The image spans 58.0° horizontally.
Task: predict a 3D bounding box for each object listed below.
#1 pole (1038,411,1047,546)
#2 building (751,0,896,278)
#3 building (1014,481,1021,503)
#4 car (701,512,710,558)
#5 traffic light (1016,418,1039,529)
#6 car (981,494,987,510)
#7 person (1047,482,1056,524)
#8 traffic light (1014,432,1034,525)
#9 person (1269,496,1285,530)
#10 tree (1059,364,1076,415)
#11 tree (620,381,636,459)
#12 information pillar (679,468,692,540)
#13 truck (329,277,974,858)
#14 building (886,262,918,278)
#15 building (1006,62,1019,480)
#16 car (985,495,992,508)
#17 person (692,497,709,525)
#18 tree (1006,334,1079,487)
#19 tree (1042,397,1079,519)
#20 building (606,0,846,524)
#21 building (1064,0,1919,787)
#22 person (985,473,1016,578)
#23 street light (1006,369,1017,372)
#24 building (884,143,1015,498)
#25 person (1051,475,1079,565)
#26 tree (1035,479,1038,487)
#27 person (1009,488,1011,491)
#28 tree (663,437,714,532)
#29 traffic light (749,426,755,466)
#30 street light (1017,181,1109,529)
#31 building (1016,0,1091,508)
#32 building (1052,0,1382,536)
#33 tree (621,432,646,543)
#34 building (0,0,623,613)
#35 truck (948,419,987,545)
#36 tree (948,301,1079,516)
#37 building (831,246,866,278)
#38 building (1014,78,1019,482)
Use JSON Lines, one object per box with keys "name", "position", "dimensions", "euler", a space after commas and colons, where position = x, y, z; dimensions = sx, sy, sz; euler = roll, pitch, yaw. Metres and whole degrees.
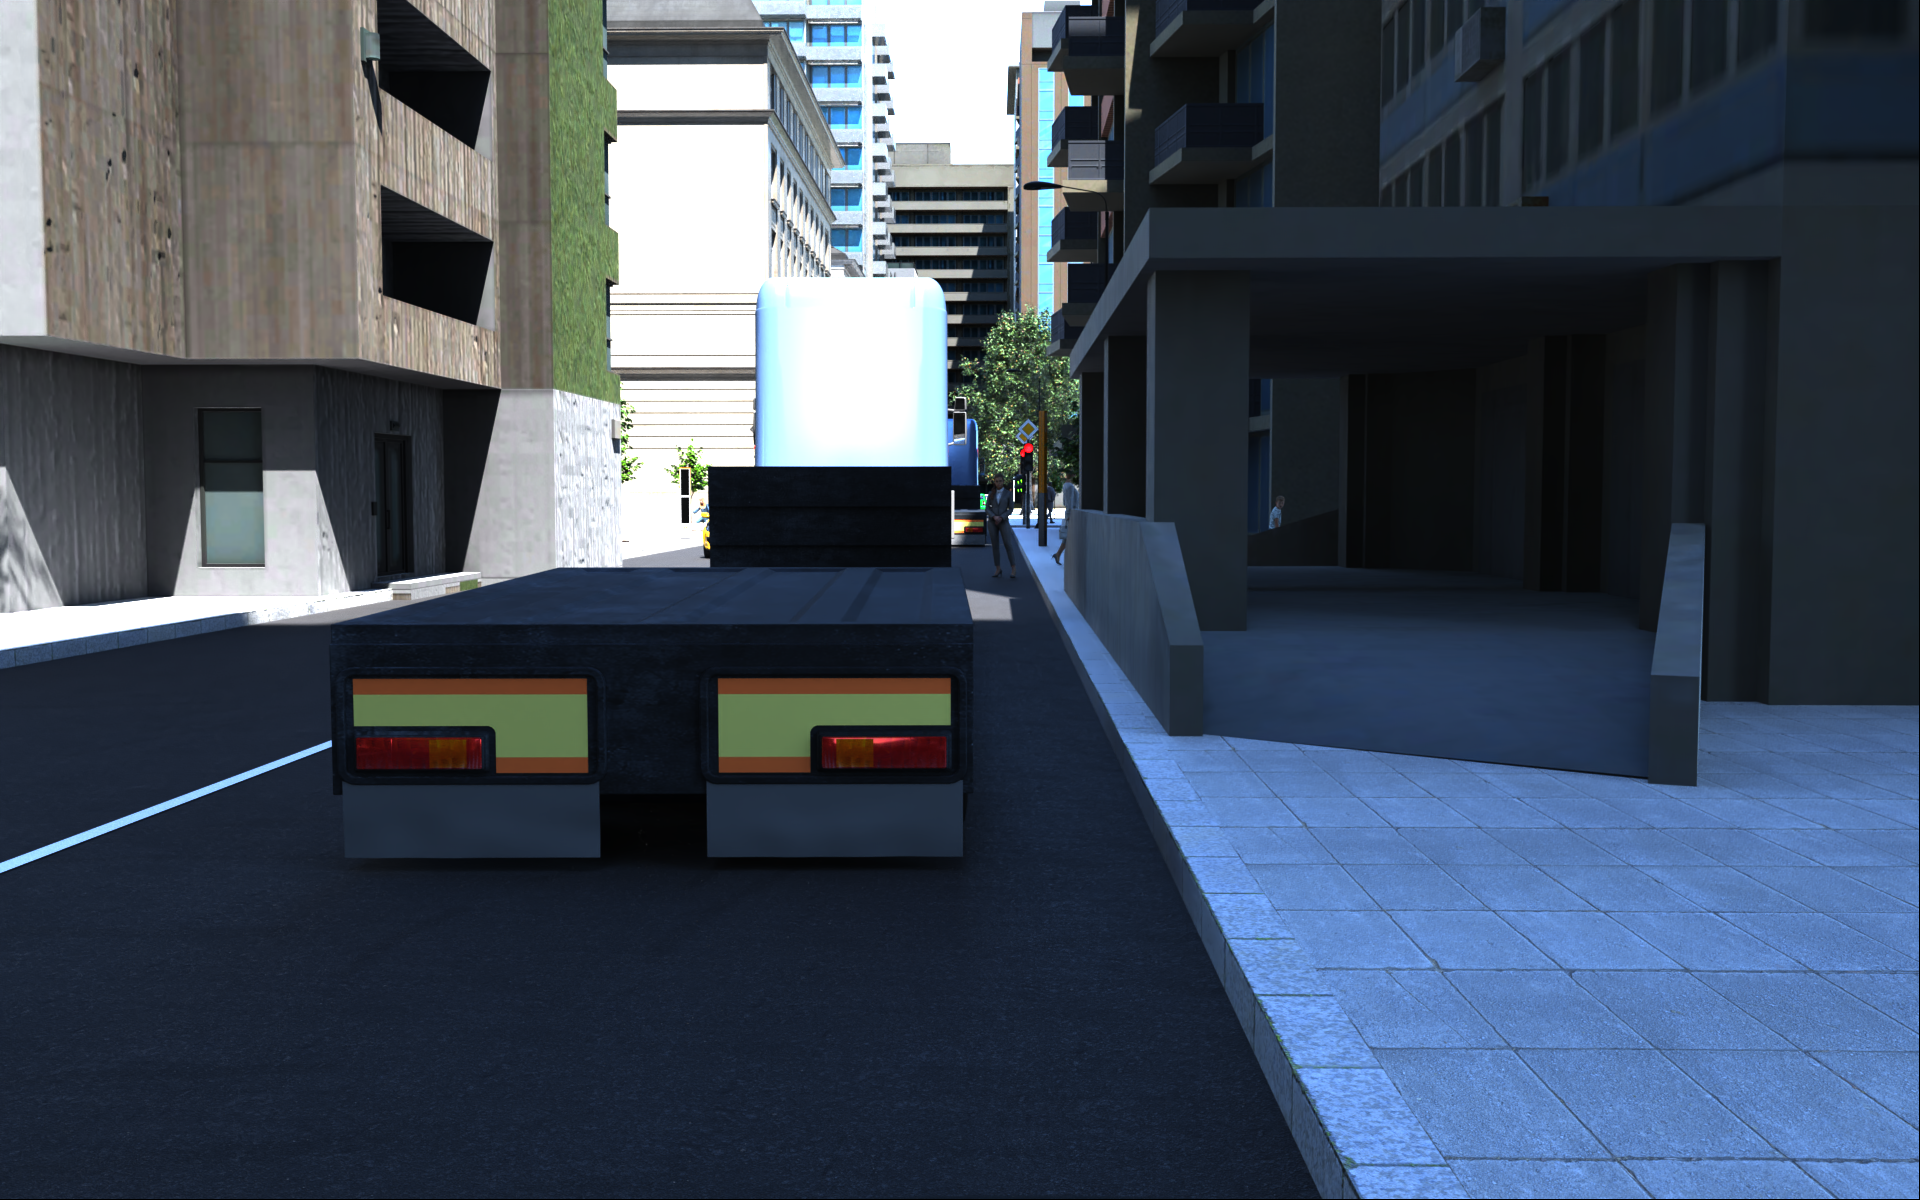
{"name": "pole", "position": [2.035, -2.975, 42.487], "dimensions": [0.158, 3.312, 0.155], "euler": [0, 3, 0]}
{"name": "building", "position": [-17.578, -33.229, 162.894], "dimensions": [23.786, 49.044, 30.456], "euler": [0, 4, 1]}
{"name": "building", "position": [21.802, -42.716, 240.410], "dimensions": [28.212, 58.520, 21.231], "euler": [0, 4, 1]}
{"name": "car", "position": [-4.894, -1.823, 40.034], "dimensions": [2.015, 1.641, 3.980], "euler": [0, 3, 0]}
{"name": "traffic light", "position": [2.521, -4.619, 64.441], "dimensions": [0.839, 4.253, 0.868], "euler": [0, 4, 1]}
{"name": "car", "position": [1.068, -6.708, 118.472], "dimensions": [1.959, 1.807, 4.718], "euler": [0, 4, 3]}
{"name": "person", "position": [3.924, -4.246, 75.559], "dimensions": [0.679, 1.850, 0.850], "euler": [3, 5, 43]}
{"name": "traffic light", "position": [2.679, -5.107, 72.425], "dimensions": [0.839, 4.253, 0.868], "euler": [0, 4, 1]}
{"name": "person", "position": [5.868, -1.302, 32.019], "dimensions": [0.332, 1.250, 0.352], "euler": [-3, 5, -42]}
{"name": "tree", "position": [8.647, -11.672, 116.589], "dimensions": [9.928, 11.665, 9.643], "euler": [0, 3, 0]}
{"name": "tree", "position": [-8.660, -3.277, 37.291], "dimensions": [4.285, 4.588, 4.351], "euler": [0, 3, 0]}
{"name": "information pillar", "position": [-7.703, -2.699, 48.622], "dimensions": [0.304, 2.012, 0.304], "euler": [0, 4, -4]}
{"name": "truck", "position": [-1.280, -1.592, 15.783], "dimensions": [2.967, 4.110, 18.799], "euler": [0, 4, -1]}
{"name": "building", "position": [-12.201, -27.201, 216.440], "dimensions": [14.107, 30.474, 14.160], "euler": [0, 4, 1]}
{"name": "building", "position": [20.016, -37.900, 208.908], "dimensions": [28.713, 52.752, 27.495], "euler": [0, 4, 1]}
{"name": "car", "position": [2.562, -8.966, 158.961], "dimensions": [2.083, 1.381, 4.827], "euler": [0, 4, 2]}
{"name": "person", "position": [-10.768, -3.747, 72.803], "dimensions": [1.012, 1.151, 0.738], "euler": [2, 4, 29]}
{"name": "tree", "position": [4.091, -7.922, 79.888], "dimensions": [4.360, 8.622, 3.978], "euler": [0, 3, 0]}
{"name": "tree", "position": [2.368, -2.151, 29.766], "dimensions": [1.663, 3.219, 1.824], "euler": [0, 3, 0]}
{"name": "building", "position": [-15.079, -15.569, 87.837], "dimensions": [16.112, 22.955, 30.059], "euler": [0, 4, 1]}
{"name": "building", "position": [17.351, -19.735, 14.552], "dimensions": [32.217, 40.220, 23.993], "euler": [0, 4, 1]}
{"name": "person", "position": [0.698, -1.285, 29.787], "dimensions": [0.520, 1.790, 0.573], "euler": [0, 4, -4]}
{"name": "street light", "position": [2.404, -5.620, 64.431], "dimensions": [1.470, 5.913, 1.316], "euler": [0, 4, 1]}
{"name": "building", "position": [-3.090, -37.795, 241.648], "dimensions": [21.600, 48.544, 21.300], "euler": [0, 4, 1]}
{"name": "person", "position": [1.964, -1.530, 31.413], "dimensions": [0.624, 1.780, 0.694], "euler": [0, 4, 2]}
{"name": "tree", "position": [4.928, -5.762, 88.808], "dimensions": [1.663, 3.219, 1.824], "euler": [0, 3, 0]}
{"name": "person", "position": [4.428, -8.933, 152.189], "dimensions": [0.705, 1.812, 1.348], "euler": [0, 4, -3]}
{"name": "tree", "position": [-9.112, -3.937, 58.979], "dimensions": [1.663, 3.219, 1.824], "euler": [0, 3, 0]}
{"name": "traffic light", "position": [-7.438, -4.630, 64.621], "dimensions": [0.839, 4.253, 0.868], "euler": [0, 4, 1]}
{"name": "street light", "position": [1.641, -3.262, 25.876], "dimensions": [1.470, 5.913, 1.316], "euler": [0, 4, 1]}
{"name": "building", "position": [12.432, -31.143, 159.297], "dimensions": [14.600, 45.320, 14.200], "euler": [0, 4, 1]}
{"name": "building", "position": [13.739, -24.112, 48.857], "dimensions": [22.147, 44.769, 28.867], "euler": [0, 4, 1]}
{"name": "tree", "position": [-9.451, -3.151, 46.128], "dimensions": [1.663, 3.219, 1.824], "euler": [0, 3, 0]}
{"name": "building", "position": [-13.262, -15.413, 23.706], "dimensions": [14.160, 30.474, 14.107], "euler": [0, 4, 1]}
{"name": "truck", "position": [-0.524, -4.065, 56.220], "dimensions": [2.967, 4.110, 18.799], "euler": [0, 4, 0]}
{"name": "tree", "position": [3.975, -11.413, 103.604], "dimensions": [9.611, 12.733, 9.660], "euler": [0, 3, 0]}
{"name": "building", "position": [-12.562, -16.646, 123.065], "dimensions": [10.553, 20.767, 40.483], "euler": [0, 4, 1]}
{"name": "building", "position": [16.797, -32.193, 180.984], "dimensions": [22.147, 44.769, 28.867], "euler": [0, 4, 1]}
